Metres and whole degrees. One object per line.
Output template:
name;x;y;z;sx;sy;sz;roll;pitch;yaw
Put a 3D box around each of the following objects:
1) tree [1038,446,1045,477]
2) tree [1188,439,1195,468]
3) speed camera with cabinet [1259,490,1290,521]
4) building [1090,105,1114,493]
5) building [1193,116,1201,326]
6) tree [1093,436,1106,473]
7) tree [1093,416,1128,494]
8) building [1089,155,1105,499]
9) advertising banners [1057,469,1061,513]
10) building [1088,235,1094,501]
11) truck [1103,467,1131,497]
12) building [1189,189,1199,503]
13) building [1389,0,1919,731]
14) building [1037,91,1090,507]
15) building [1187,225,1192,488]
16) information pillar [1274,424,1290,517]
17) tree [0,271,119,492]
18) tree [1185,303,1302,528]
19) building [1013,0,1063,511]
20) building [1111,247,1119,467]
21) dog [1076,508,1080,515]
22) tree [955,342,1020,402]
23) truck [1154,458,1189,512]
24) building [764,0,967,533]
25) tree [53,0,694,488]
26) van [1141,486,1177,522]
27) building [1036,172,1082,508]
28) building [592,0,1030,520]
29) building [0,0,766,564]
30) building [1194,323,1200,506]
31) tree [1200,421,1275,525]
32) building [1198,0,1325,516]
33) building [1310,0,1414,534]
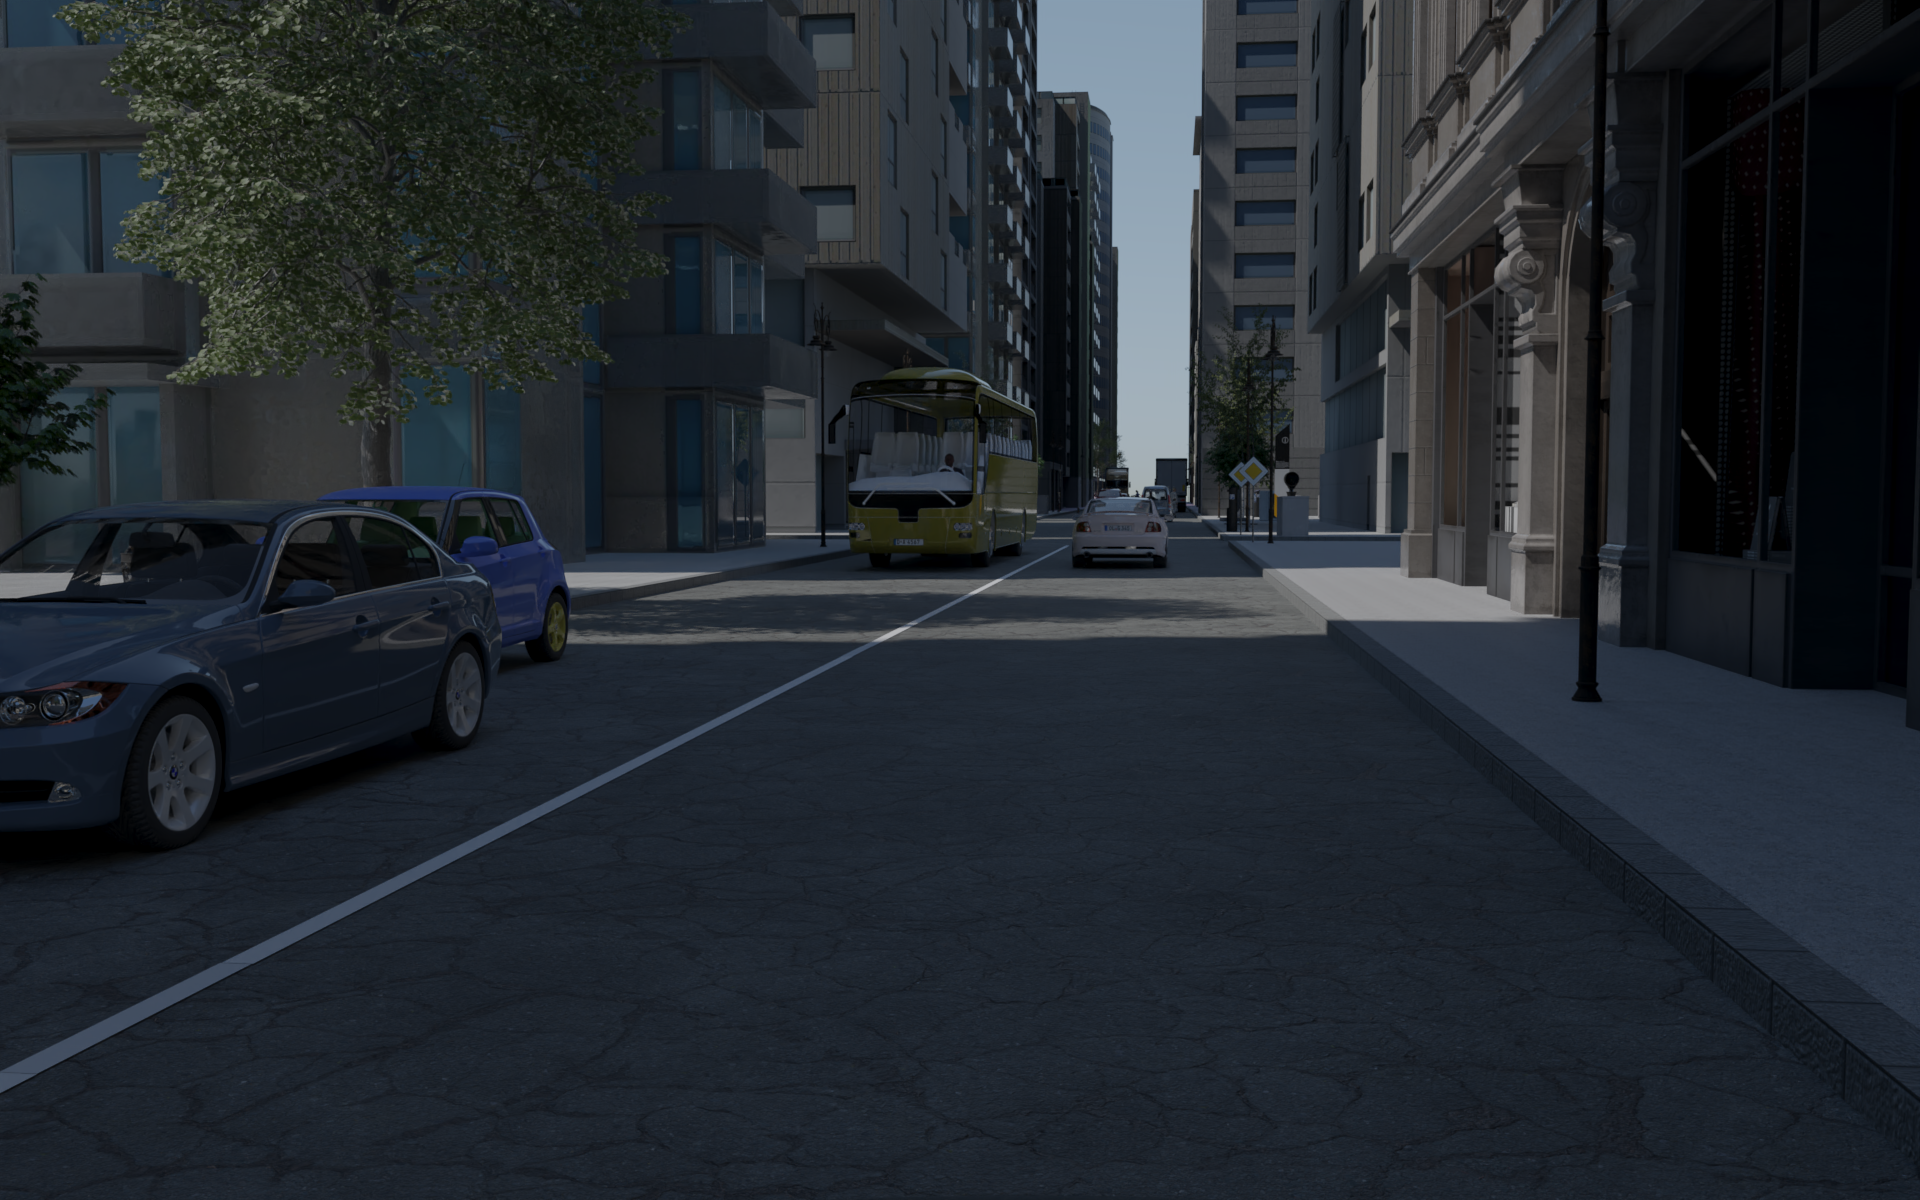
tree;2.989;-6.746;94.012;4.285;4.588;4.351;0;3;0
tree;29.632;-16.012;212.154;4.360;8.622;3.978;0;3;0
speed camera with cabinet;15.182;-5.424;83.024;2.038;3.252;0.660;-3;5;-44
building;11.667;-43.794;258.029;21.231;58.520;28.212;0;4;7
building;45.904;-39.437;234.037;28.713;52.752;27.495;0;4;7
tree;14.308;-15.015;195.863;4.737;8.622;4.395;0;3;0
tree;16.768;-16.675;207.053;7.601;10.594;8.767;-2;4;-29
building;6.962;-37.250;228.644;23.786;49.044;30.456;0;4;7
advertising banners;6.927;-7.630;120.940;0.090;3.025;2.074;1;4;9
building;7.056;-25.345;186.095;14.160;30.474;14.107;0;4;7
truck;16.680;-11.925;183.889;2.839;4.237;11.283;0;4;5
building;45.368;-38.865;259.136;21.300;48.544;21.600;0;4;7
building;11.191;-10.639;24.858;10.553;20.767;40.483;0;4;7
building;5.505;-29.859;171.781;14.154;41.232;14.086;0;4;7
building;43.870;-38.430;278.435;14.600;45.320;14.200;0;4;7
information pillar;10.709;-4.046;57.506;0.504;3.616;0.183;1;4;9
tree;-7.184;-1.120;12.917;1.663;3.219;1.824;0;3;0
tree;10.792;-7.076;66.062;4.737;8.622;4.395;0;3;0
building;-2.084;-42.918;139.958;20.563;71.187;20.611;0;4;7
building;18.184;-36.421;279.074;14.154;41.232;14.086;0;4;7
dog;8.053;-6.049;118.185;0.406;0.507;0.540;-2;4;-28
tree;0.909;-8.231;84.935;4.360;8.622;3.978;0;3;0
truck;17.116;-9.253;140.198;2.839;4.237;11.283;0;4;7
building;-14.274;-29.327;68.741;28.713;52.752;27.495;0;4;7
tree;-6.795;-6.265;20.561;7.486;12.596;7.792;0;3;0
van;10.157;-5.043;89.457;2.013;2.044;4.112;1;4;8
building;3.733;-23.636;158.150;14.160;30.474;14.107;0;4;7
building;-7.214;-30.152;112.594;23.786;49.044;30.456;0;4;7
building;-19.138;-25.582;37.880;30.456;49.044;23.786;0;4;7
building;39.626;-20.992;188.253;27.650;21.520;28.899;0;4;7
tree;11.874;-5.493;73.522;4.285;4.588;4.351;0;3;0
building;26.278;-34.885;112.369;21.231;58.520;28.212;0;4;7
building;27.240;-29.033;63.929;27.495;52.752;28.713;0;4;7
